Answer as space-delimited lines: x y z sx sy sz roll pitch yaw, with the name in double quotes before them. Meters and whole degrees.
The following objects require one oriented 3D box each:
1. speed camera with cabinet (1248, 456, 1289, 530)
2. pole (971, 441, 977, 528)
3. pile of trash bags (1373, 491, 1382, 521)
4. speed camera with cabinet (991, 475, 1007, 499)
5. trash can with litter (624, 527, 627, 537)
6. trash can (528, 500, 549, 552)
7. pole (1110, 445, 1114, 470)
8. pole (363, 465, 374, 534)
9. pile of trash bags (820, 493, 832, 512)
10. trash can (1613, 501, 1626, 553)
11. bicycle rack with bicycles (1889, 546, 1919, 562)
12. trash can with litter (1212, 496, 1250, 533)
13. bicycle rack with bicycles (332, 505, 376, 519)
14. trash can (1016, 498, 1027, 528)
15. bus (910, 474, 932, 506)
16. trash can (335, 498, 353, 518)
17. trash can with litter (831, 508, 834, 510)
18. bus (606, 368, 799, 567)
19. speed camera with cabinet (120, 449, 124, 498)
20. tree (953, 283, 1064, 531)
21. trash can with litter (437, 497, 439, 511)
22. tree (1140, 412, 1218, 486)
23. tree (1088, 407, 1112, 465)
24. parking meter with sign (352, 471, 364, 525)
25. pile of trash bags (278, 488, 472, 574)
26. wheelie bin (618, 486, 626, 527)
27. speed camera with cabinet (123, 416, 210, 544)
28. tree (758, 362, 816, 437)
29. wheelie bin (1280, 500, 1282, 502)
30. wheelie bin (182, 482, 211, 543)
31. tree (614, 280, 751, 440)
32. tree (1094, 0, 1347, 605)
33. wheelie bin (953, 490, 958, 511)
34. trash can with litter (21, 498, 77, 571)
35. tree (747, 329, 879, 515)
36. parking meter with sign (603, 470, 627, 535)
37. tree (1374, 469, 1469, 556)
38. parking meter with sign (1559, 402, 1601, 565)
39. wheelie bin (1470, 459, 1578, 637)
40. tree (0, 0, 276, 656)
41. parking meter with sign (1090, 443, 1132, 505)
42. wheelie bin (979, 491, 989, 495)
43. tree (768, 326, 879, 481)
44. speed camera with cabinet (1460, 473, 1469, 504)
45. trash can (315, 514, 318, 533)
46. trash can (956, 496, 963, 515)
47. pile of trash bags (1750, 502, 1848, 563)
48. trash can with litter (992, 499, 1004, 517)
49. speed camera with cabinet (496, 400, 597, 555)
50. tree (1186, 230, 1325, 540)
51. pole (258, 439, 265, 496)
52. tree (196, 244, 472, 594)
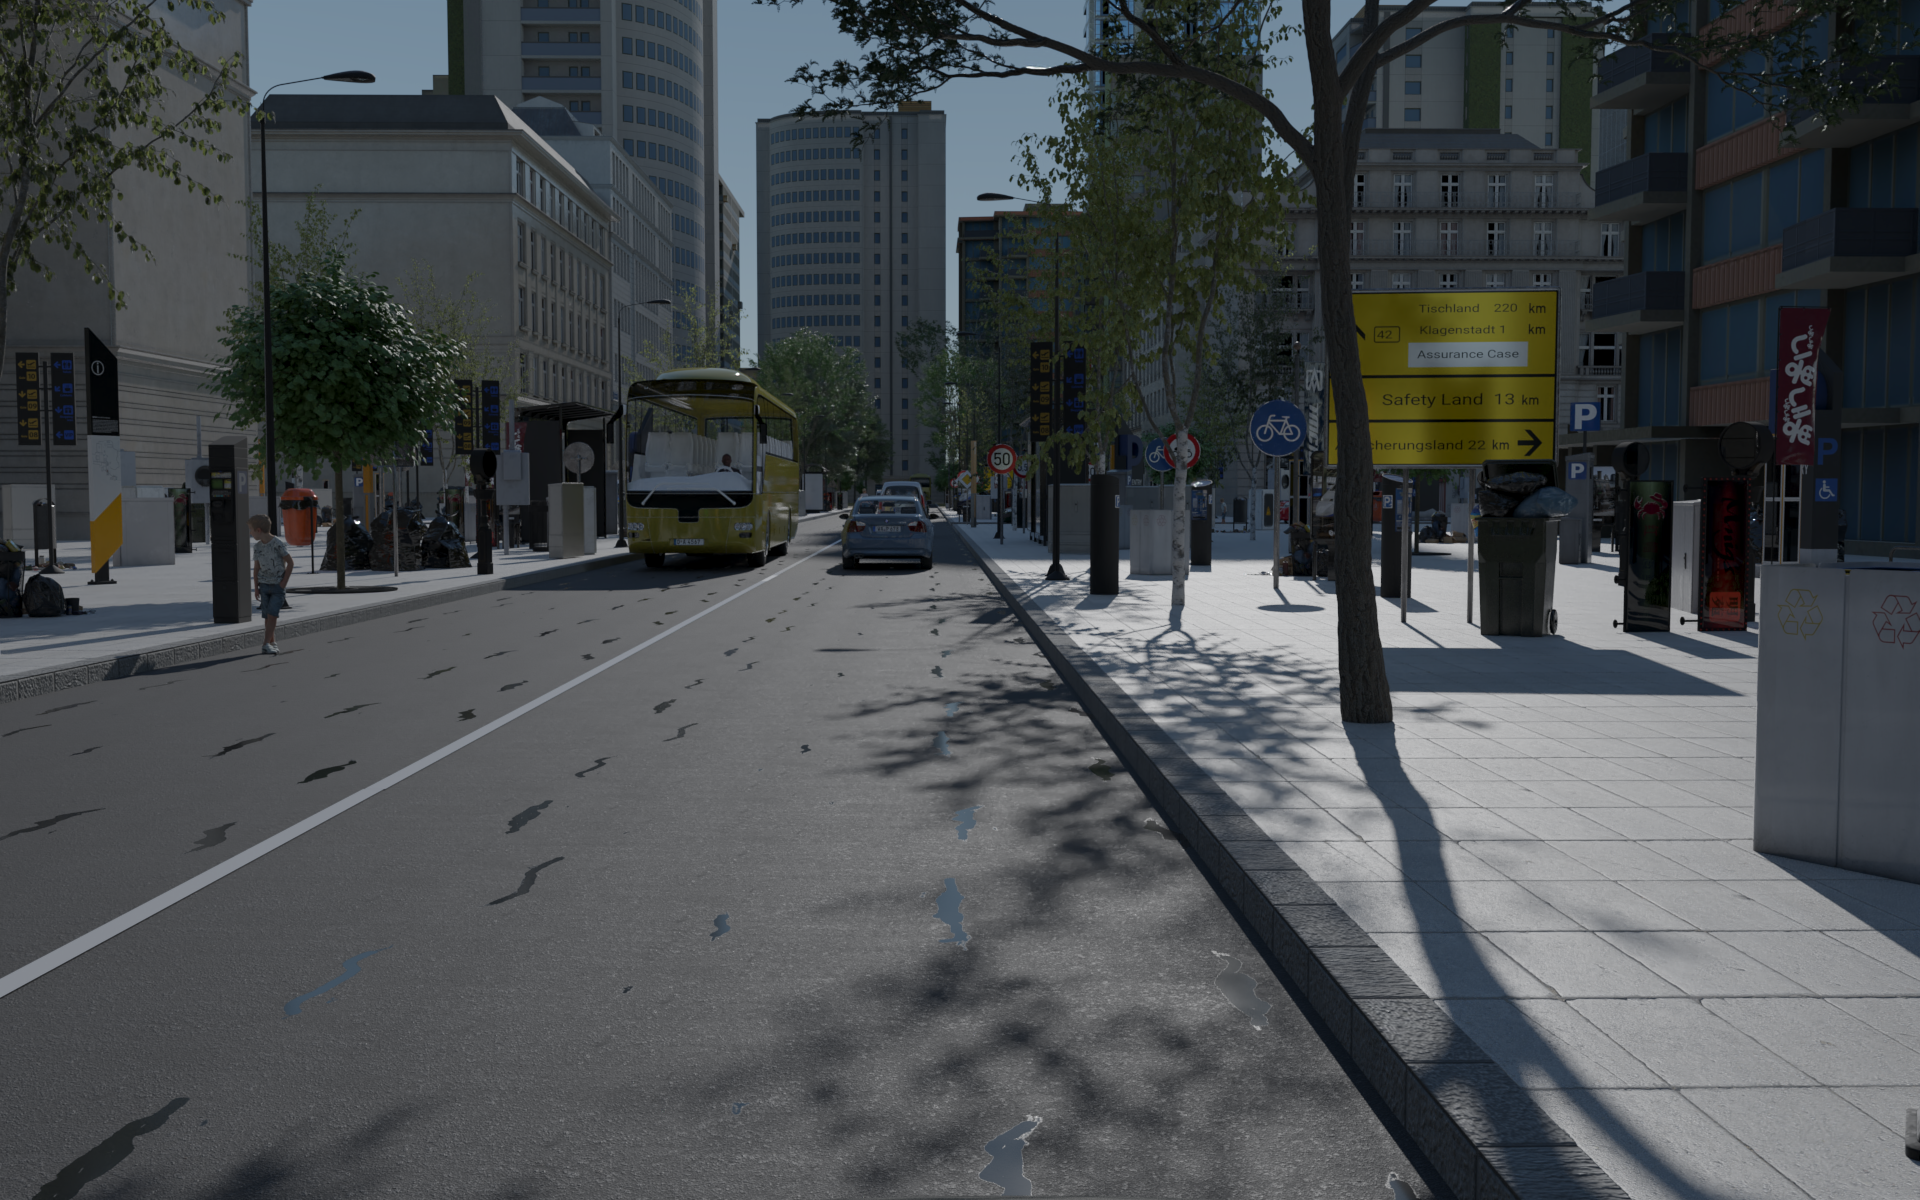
"speed camera with cabinet" 11.073 -4.135 61.938 0.660 3.252 2.038 3 4 39
"pole" 0.523 -4.433 66.321 0.158 3.312 0.155 0 3 0
"pile of trash bags" 12.025 -2.700 53.899 1.912 1.369 3.447 -2 4 -33
"speed camera with cabinet" 2.361 -5.610 86.063 0.660 3.252 2.038 3 5 40
"trash can with litter" -9.582 -2.451 51.464 1.055 1.170 0.624 -1 4 -12
"trash can" -9.317 -1.652 38.668 0.748 1.137 0.748 0 3 0
"pole" 6.337 -4.780 71.997 0.158 3.312 0.155 0 3 0
"pole" -12.987 -2.701 37.997 0.158 3.312 0.155 0 3 0
"pile of trash bags" -10.380 -7.274 128.684 1.912 1.369 3.447 1 4 13
"trash can" 14.178 -1.527 36.622 0.748 1.137 0.748 0 3 0
"bicycle rack with bicycles" 13.250 -0.529 22.035 2.852 0.926 2.925 -1 4 -11
"trash can with litter" 8.946 -2.853 57.700 2.233 1.210 1.678 -2 4 -24
"bicycle rack with bicycles" -28.056 -4.149 81.219 2.925 0.926 2.852 -1 4 -10
"trash can" 2.353 -3.282 65.315 0.748 1.137 0.748 0 3 0
"bus" -4.735 -13.210 207.526 2.896 3.916 12.252 0 4 -1
"trash can" -24.804 -3.552 69.732 0.748 1.137 0.748 0 3 0
"trash can with litter" -10.811 -7.737 137.553 2.233 1.210 1.678 3 4 39
"bus" -5.125 -2.805 37.403 2.896 3.916 12.252 0 4 -2
"speed camera with cabinet" -29.718 -4.080 61.049 0.660 3.252 2.038 3 5 42
"tree" 1.898 -6.759 60.876 4.360 8.622 3.978 0 3 0
"trash can with litter" -23.561 -4.169 79.557 1.055 1.170 0.624 3 5 41
"tree" 8.627 -5.242 69.428 4.285 4.588 4.351 0 3 0
"tree" 10.799 -11.701 141.675 4.360 8.622 3.978 0 3 0
"parking meter with sign" -21.521 -4.018 61.950 0.543 3.016 1.738 -1 4 -21
"pile of trash bags" -9.974 -1.185 29.120 1.912 1.369 3.447 2 4 26
"wheelie bin" -13.253 -3.587 66.562 0.980 1.594 0.693 3 4 38
"speed camera with cabinet" -19.688 -2.999 43.377 2.038 3.252 0.660 -3 5 -41
"tree" -10.148 -8.903 95.921 4.737 8.622 4.395 0 3 0
"wheelie bin" 15.831 -4.772 85.934 0.980 1.594 0.693 -1 4 -16
"wheelie bin" -20.236 -2.326 45.940 0.693 1.594 0.980 3 5 41
"tree" -9.166 -6.660 59.248 4.360 8.622 3.978 0 3 0
"tree" 2.524 -4.262 20.046 4.737 8.622 4.395 0 3 0
"wheelie bin" -0.206 -7.439 129.543 0.693 1.594 0.980 0 4 -1
"trash can with litter" -15.835 -1.117 29.323 1.678 1.210 2.233 0 4 5
"tree" -9.915 -11.142 107.924 9.928 11.665 9.643 0 3 0
"parking meter with sign" -11.193 -3.589 54.937 1.738 3.016 0.543 -1 4 -9
"tree" 9.754 -3.233 36.574 4.285 4.588 4.351 0 3 0
"parking meter with sign" 11.487 -2.197 32.184 0.543 3.016 1.738 2 4 27
"wheelie bin" 5.096 -0.479 15.745 0.980 1.594 0.693 2 4 29
"tree" -7.699 -3.873 13.690 4.360 8.622 3.978 0 3 0
"parking meter with sign" 4.969 -3.535 54.054 1.738 3.016 0.543 2 4 27
"wheelie bin" 1.560 -6.657 116.752 0.693 1.594 0.980 1 4 18
"tree" -10.823 -13.696 130.587 9.857 13.997 8.962 0 3 0
"speed camera with cabinet" 33.518 -7.456 116.240 0.660 3.252 2.038 -2 4 -28
"trash can" -20.378 -2.592 54.040 0.748 1.137 0.748 0 3 0
"trash can" 0.100 -5.904 108.186 0.748 1.137 0.748 0 3 0
"pile of trash bags" 15.358 -1.363 32.033 1.912 1.369 3.447 2 4 23
"trash can with litter" 3.093 -5.474 100.560 2.233 1.210 1.678 1 4 21
"speed camera with cabinet" -8.753 -2.588 36.653 2.038 3.252 0.660 -1 4 -13
"tree" 8.163 -5.976 48.073 4.360 8.622 3.978 0 3 0
"pole" -25.955 -4.315 64.396 0.158 3.312 0.155 0 3 0
"tree" -8.279 -2.391 22.804 4.285 4.588 4.351 0 3 0
